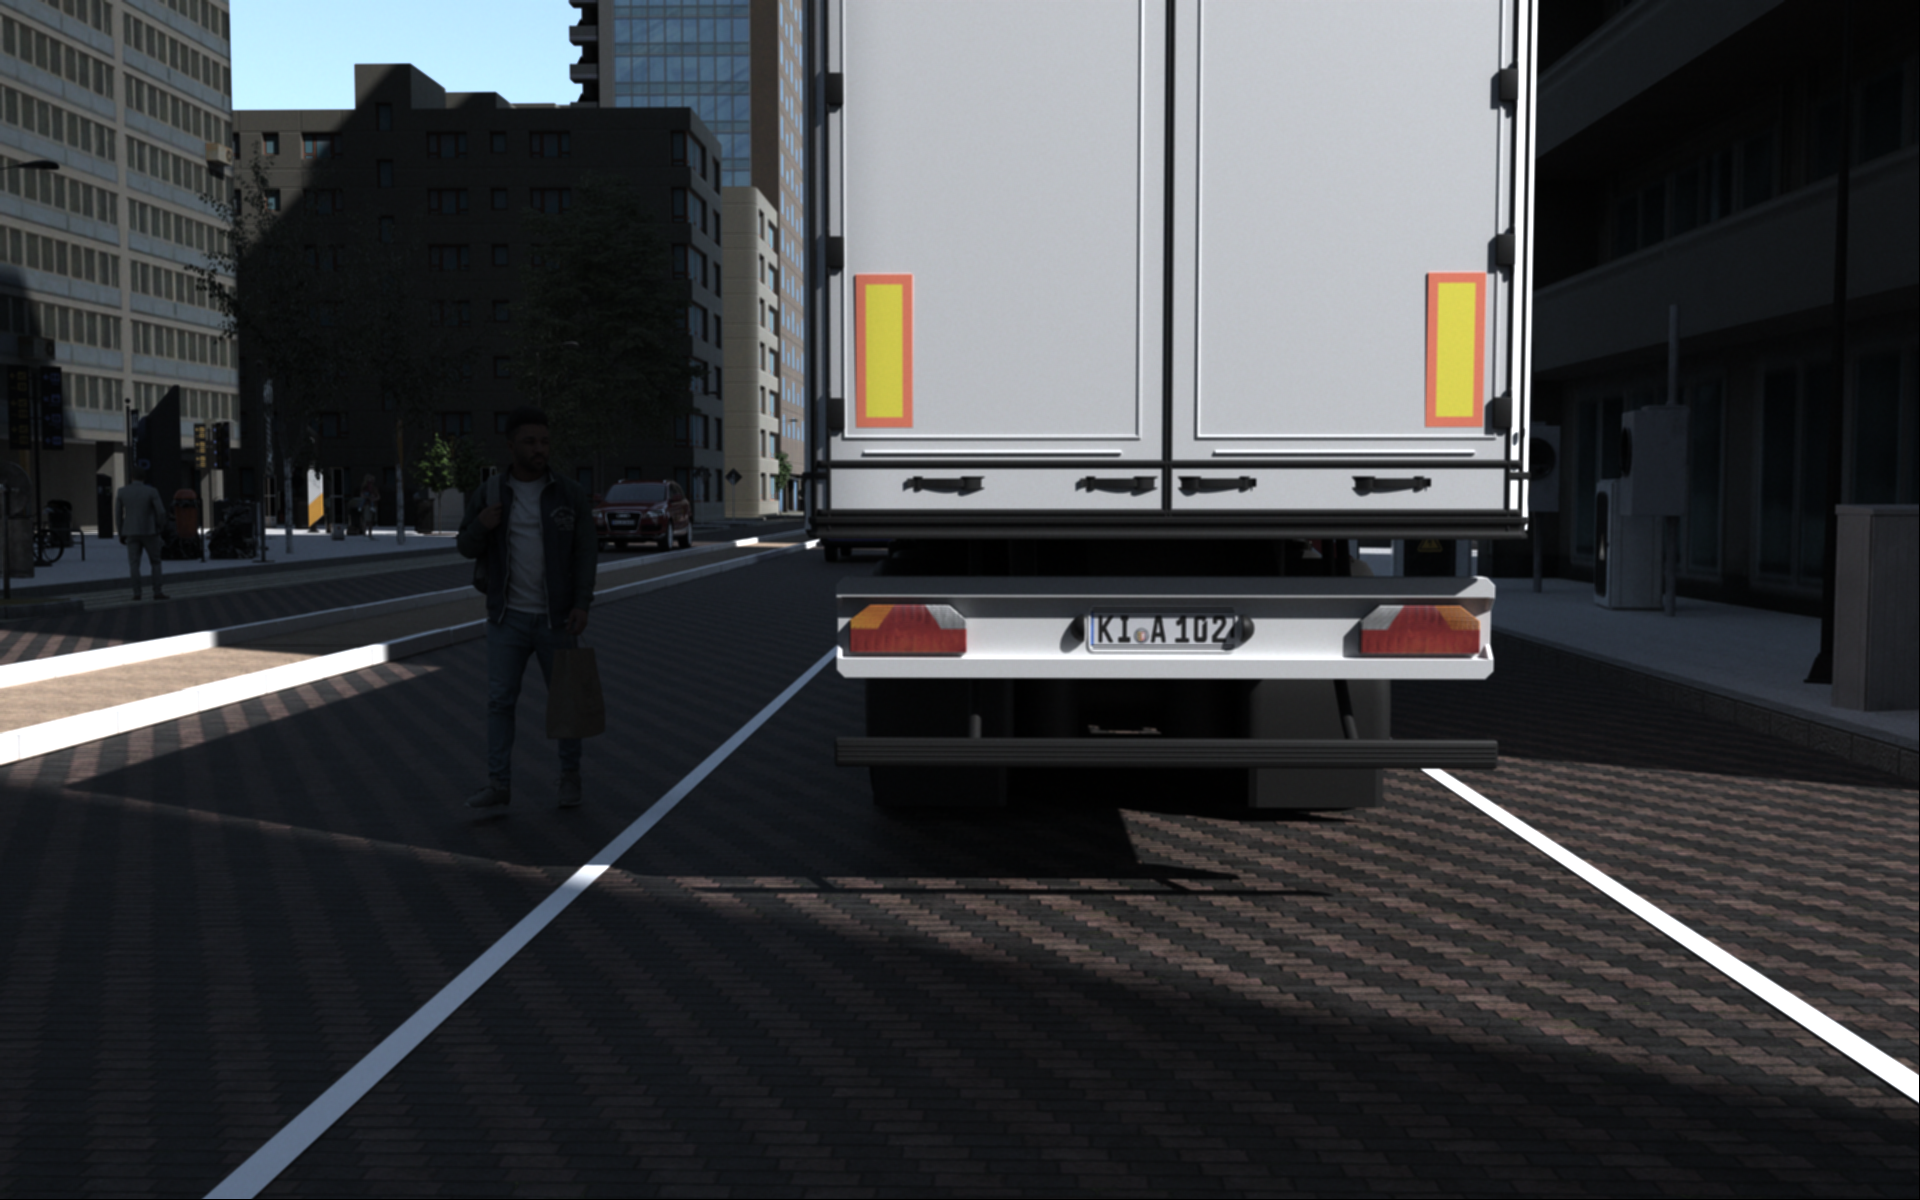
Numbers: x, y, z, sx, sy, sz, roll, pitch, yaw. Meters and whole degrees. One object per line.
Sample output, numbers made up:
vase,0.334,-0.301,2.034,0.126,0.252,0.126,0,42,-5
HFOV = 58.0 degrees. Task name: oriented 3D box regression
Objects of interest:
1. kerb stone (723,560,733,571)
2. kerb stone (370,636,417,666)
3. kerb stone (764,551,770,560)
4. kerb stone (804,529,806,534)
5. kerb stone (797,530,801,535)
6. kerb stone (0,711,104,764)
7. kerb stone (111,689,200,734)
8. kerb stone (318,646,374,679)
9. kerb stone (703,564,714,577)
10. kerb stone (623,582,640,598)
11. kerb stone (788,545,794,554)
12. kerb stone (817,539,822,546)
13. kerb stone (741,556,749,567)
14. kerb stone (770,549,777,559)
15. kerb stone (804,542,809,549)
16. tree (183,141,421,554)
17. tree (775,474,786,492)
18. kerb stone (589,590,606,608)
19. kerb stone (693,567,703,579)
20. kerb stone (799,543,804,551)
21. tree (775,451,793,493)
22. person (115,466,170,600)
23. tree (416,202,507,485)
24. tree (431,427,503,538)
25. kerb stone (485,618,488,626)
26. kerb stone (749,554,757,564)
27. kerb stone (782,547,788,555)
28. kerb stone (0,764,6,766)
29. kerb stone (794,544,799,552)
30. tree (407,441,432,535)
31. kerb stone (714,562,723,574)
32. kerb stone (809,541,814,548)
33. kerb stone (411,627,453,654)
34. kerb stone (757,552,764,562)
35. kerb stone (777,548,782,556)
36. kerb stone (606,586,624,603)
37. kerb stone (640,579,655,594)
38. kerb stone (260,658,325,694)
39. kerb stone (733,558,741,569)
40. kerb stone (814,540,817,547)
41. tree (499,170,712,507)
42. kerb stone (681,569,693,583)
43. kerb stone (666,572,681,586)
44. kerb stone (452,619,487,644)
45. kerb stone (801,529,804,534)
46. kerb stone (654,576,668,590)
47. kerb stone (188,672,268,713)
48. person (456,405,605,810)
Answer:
kerb stone,-4.429,-0.621,32.345,0.120,0.150,1.000,0,4,2
kerb stone,-4.936,0.445,14.935,0.120,0.150,1.000,0,4,2
kerb stone,-4.287,-0.927,37.459,0.120,0.150,1.000,0,4,2
kerb stone,-5.679,-2.441,62.120,0.120,0.150,1.000,0,4,2
kerb stone,-5.738,-2.315,60.077,0.120,0.150,1.000,0,4,2
kerb stone,-5.088,0.764,9.800,0.120,0.150,1.000,0,4,2
kerb stone,-5.057,0.703,10.822,0.120,0.150,1.000,0,4,2
kerb stone,-4.970,0.507,13.904,0.120,0.150,1.000,0,4,2
kerb stone,-4.496,-0.496,30.300,0.120,0.150,1.000,0,4,2
kerb stone,-4.670,-0.120,24.154,0.120,0.150,1.000,0,4,2
kerb stone,-4.167,-1.183,41.561,0.120,0.150,1.000,0,4,2
kerb stone,-3.989,-1.561,47.713,0.120,0.150,1.000,0,4,2
kerb stone,-4.377,-0.746,34.394,0.120,0.150,1.000,0,4,2
kerb stone,-4.258,-0.993,38.488,0.120,0.150,1.000,0,4,2
kerb stone,-4.088,-1.373,44.641,0.120,0.150,1.000,0,4,2
tree,-14.243,-5.311,37.198,4.360,8.622,3.978,0,3,0
tree,-11.795,-7.045,109.787,1.663,3.219,1.824,0,3,0
kerb stone,-4.733,0.006,22.100,0.120,0.150,1.000,0,4,2
kerb stone,-4.529,-0.430,29.275,0.120,0.150,1.000,0,4,2
kerb stone,-4.111,-1.310,43.615,0.120,0.150,1.000,0,4,2
tree,-12.503,-7.929,113.358,4.285,4.588,4.351,0,3,0
person,-11.006,-0.899,23.299,0.635,1.810,0.391,-1,4,-22
tree,-13.880,-5.694,43.466,4.360,8.622,3.978,0,3,0
tree,-14.214,-3.403,50.240,1.663,3.219,1.824,0,3,0
kerb stone,-4.843,0.262,18.003,0.120,0.150,1.000,0,4,2
kerb stone,-4.342,-0.809,35.416,0.120,0.150,1.000,0,4,2
kerb stone,-4.202,-1.115,40.536,0.120,0.150,1.000,0,4,2
kerb stone,-5.124,0.830,8.779,0.120,0.150,1.000,0,4,2
kerb stone,-4.147,-1.242,42.594,0.120,0.150,1.000,0,4,2
tree,-16.431,-3.643,54.167,1.663,3.219,1.824,0,3,0
kerb stone,-4.469,-0.558,31.323,0.120,0.150,1.000,0,4,2
kerb stone,-4.042,-1.430,45.663,0.120,0.150,1.000,0,4,2
kerb stone,-4.915,0.382,15.957,0.120,0.150,1.000,0,4,2
kerb stone,-4.316,-0.871,36.437,0.120,0.150,1.000,0,4,2
kerb stone,-4.234,-1.059,39.509,0.120,0.150,1.000,0,4,2
kerb stone,-4.699,-0.052,23.129,0.120,0.150,1.000,0,4,2
kerb stone,-4.634,-0.182,25.175,0.120,0.150,1.000,0,4,2
kerb stone,-4.994,0.571,12.871,0.120,0.150,1.000,0,4,2
kerb stone,-4.409,-0.684,33.373,0.120,0.150,1.000,0,4,2
kerb stone,-4.029,-1.497,46.692,0.120,0.150,1.000,0,4,2
tree,-12.520,-8.740,61.023,7.486,12.596,7.792,0,3,0
kerb stone,-4.550,-0.371,28.254,0.120,0.150,1.000,0,4,2
kerb stone,-4.577,-0.308,27.231,0.120,0.150,1.000,0,4,2
kerb stone,-4.878,0.326,16.978,0.120,0.150,1.000,0,4,2
kerb stone,-5.715,-2.379,61.099,0.120,0.150,1.000,0,4,2
kerb stone,-4.613,-0.241,26.197,0.120,0.150,1.000,0,4,2
kerb stone,-5.027,0.634,11.848,0.120,0.150,1.000,0,4,2
person,-1.875,0.044,7.765,0.794,1.824,0.713,1,4,13
